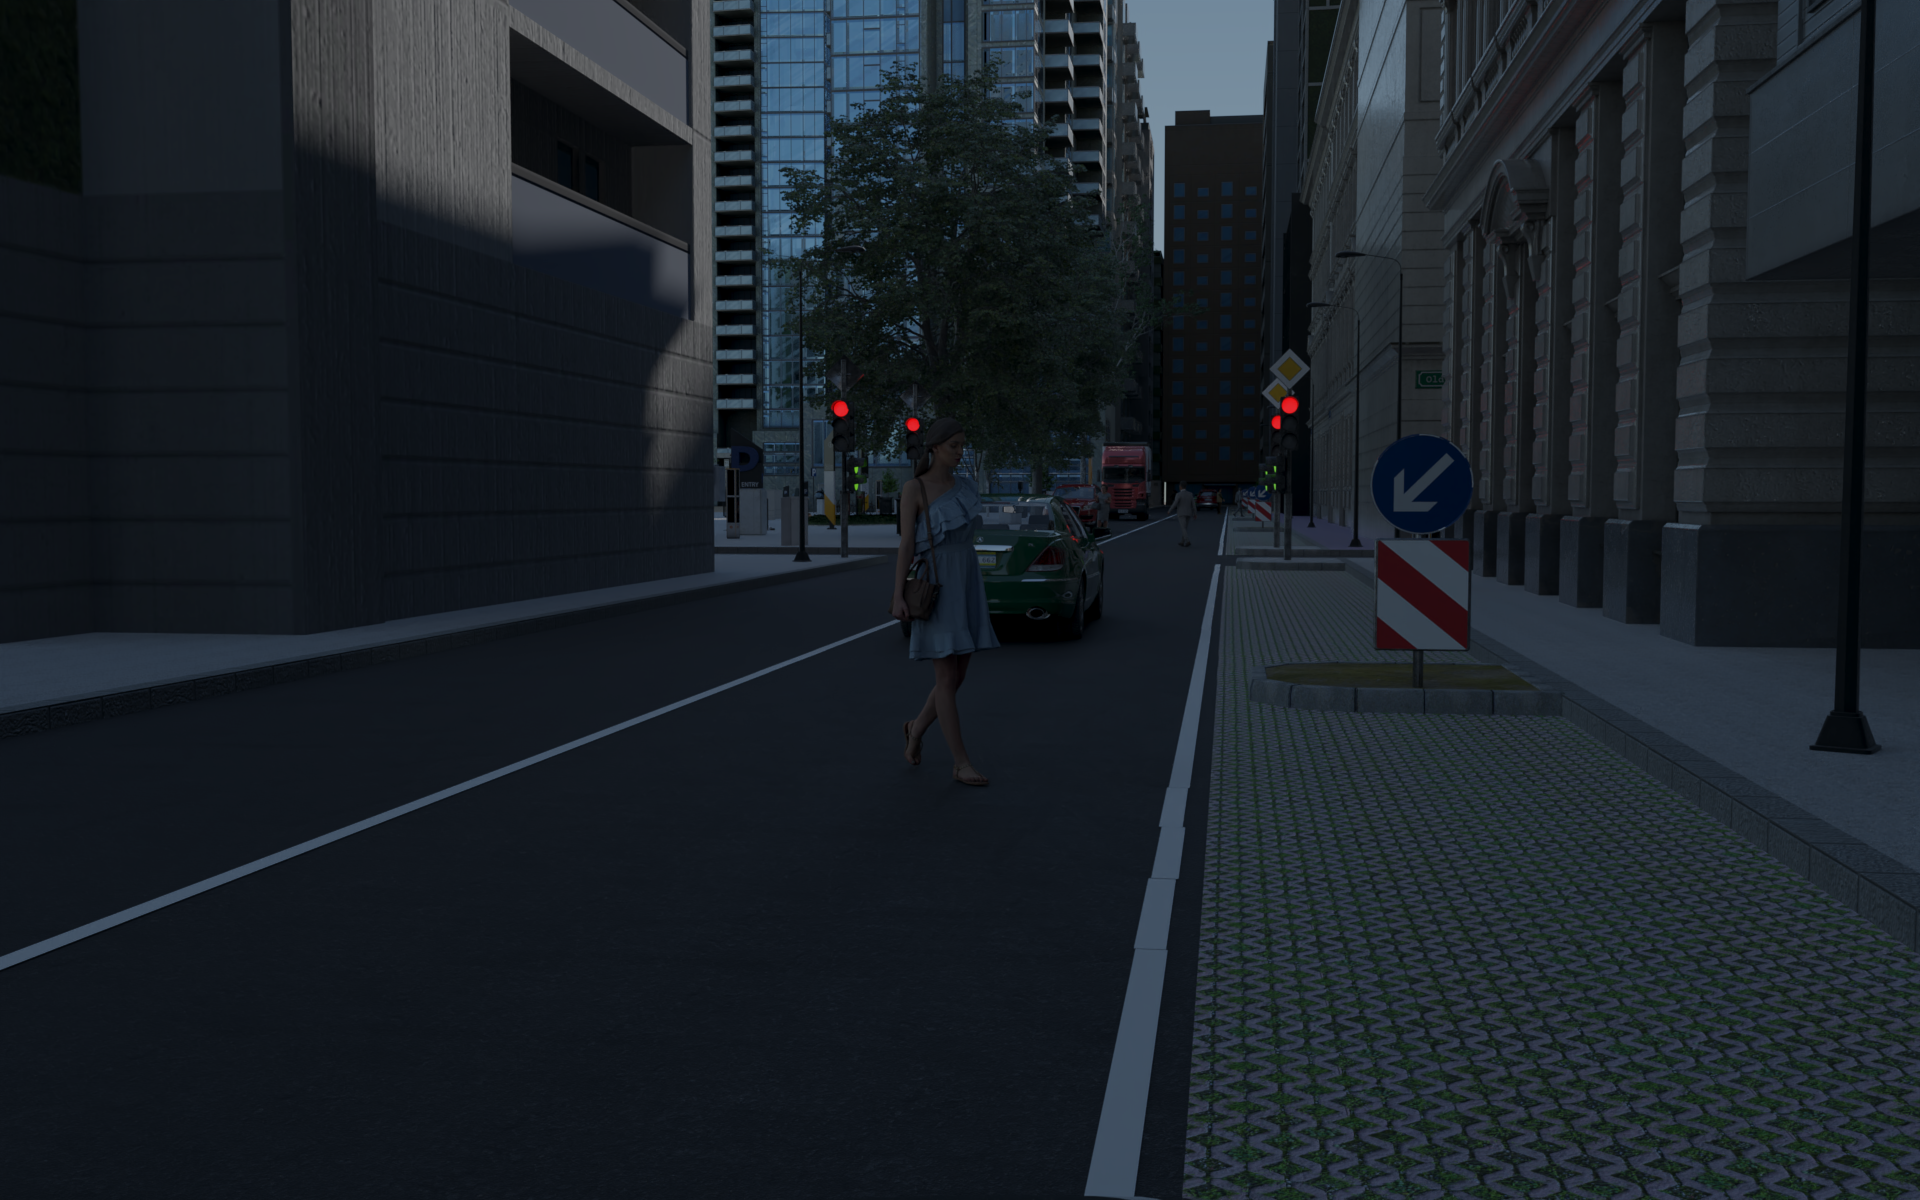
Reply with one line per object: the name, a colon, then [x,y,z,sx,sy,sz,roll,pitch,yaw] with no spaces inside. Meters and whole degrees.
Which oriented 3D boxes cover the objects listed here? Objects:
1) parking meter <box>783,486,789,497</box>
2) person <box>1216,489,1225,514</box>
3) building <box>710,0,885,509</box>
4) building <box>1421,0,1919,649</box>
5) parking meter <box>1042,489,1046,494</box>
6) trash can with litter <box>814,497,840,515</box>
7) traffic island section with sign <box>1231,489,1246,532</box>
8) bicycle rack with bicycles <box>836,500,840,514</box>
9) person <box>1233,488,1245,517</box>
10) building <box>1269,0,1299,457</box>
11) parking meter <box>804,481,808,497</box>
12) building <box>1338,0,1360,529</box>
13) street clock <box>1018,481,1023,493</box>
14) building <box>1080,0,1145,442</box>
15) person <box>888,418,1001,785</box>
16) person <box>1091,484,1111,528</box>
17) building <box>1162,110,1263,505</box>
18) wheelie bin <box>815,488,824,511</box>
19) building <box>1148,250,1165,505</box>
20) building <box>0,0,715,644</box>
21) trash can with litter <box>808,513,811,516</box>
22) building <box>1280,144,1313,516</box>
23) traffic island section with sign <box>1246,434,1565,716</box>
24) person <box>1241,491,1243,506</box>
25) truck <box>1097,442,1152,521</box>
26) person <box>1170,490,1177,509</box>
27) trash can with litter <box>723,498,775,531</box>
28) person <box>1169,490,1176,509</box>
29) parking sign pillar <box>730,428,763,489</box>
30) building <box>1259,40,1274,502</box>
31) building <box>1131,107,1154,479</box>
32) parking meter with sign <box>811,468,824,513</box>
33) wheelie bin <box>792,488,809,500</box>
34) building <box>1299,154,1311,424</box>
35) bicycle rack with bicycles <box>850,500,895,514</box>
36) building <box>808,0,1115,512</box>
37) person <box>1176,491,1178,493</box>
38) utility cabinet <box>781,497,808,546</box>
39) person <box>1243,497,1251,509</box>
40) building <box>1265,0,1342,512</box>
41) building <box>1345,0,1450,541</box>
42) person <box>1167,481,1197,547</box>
parking meter: [-11.989,-6.956,119.434,0.399,1.863,0.255,1,4,15]
person: [18.437,-6.993,122.931,0.705,1.812,1.348,-1,4,-13]
building: [-23.380,-53.413,185.967,31.000,86.520,22.319,1,4,9]
building: [12.330,-11.826,22.230,11.050,23.489,19.941,1,4,9]
parking meter: [3.848,-4.432,80.873,0.372,1.533,0.369,0,3,0]
trash can with litter: [-7.658,-5.369,98.840,2.233,1.210,1.678,1,4,17]
traffic island section with sign: [11.440,-3.512,66.056,1.989,1.847,2.006,1,4,9]
bicycle rack with bicycles: [-7.666,-5.933,110.384,2.925,0.926,2.852,2,4,30]
person: [17.500,-6.108,108.474,0.850,1.850,0.679,-1,4,-10]
building: [38.123,-37.335,152.431,21.231,58.520,28.212,1,4,9]
parking meter: [-6.964,-4.367,77.115,0.255,1.863,0.399,3,5,42]
building: [20.092,-14.136,67.276,11.583,22.565,21.152,1,4,9]
street clock: [3.450,-5.785,99.151,0.358,2.002,0.471,1,4,9]
building: [5.821,-33.289,163.883,23.786,49.044,30.456,1,4,9]
person: [-0.124,-0.008,8.720,0.616,1.811,0.778,-2,4,-35]
person: [4.857,-3.123,59.912,0.716,1.782,0.532,1,4,20]
building: [31.459,-33.927,204.819,14.200,45.320,14.600,1,4,9]
wheelie bin: [-6.920,-4.833,86.931,0.693,1.594,0.980,0,4,3]
building: [17.470,-26.650,207.420,14.107,30.474,14.160,1,4,9]
building: [-18.572,-29.511,24.511,28.212,58.520,21.231,1,4,9]
trash can with litter: [-8.815,-5.146,95.528,0.624,1.170,1.055,-2,4,-26]
building: [26.327,-16.942,106.683,12.332,23.373,15.834,1,4,9]
traffic island section with sign: [3.048,-0.217,12.174,1.989,1.847,2.006,1,4,9]
person: [26.945,-9.531,165.051,1.217,1.743,0.721,3,4,38]
truck: [9.208,-6.532,95.708,2.839,4.237,11.283,0,4,7]
person: [20.423,-9.512,164.037,1.348,1.821,0.705,2,4,33]
trash can with litter: [-7.410,-3.059,61.072,2.233,1.210,1.678,-2,4,-32]
person: [20.737,-9.762,168.113,0.705,1.822,1.348,2,4,35]
parking sign pillar: [-8.643,-4.998,70.194,1.447,3.967,1.447,0,4,2]
building: [41.849,-33.860,177.316,21.300,48.544,21.600,1,4,9]
building: [13.679,-30.733,186.080,14.086,41.232,14.154,1,4,9]
parking meter with sign: [-9.152,-7.354,116.496,1.738,3.016,0.543,2,4,28]
wheelie bin: [-8.379,-5.091,91.151,0.980,1.594,0.693,1,4,11]
building: [23.570,-15.431,88.455,11.583,22.565,21.152,1,4,9]
bicycle rack with bicycles: [-4.985,-5.468,102.790,2.925,0.926,2.852,1,4,11]
building: [1.210,-50.137,132.416,22.319,86.520,31.000,1,4,9]
person: [21.246,-9.875,170.671,0.721,1.736,1.217,1,4,8]
utility cabinet: [-4.149,-1.971,43.393,0.306,1.237,1.020,1,4,20]
person: [24.374,-8.549,148.285,1.348,1.824,0.705,-3,4,-39]
building: [33.530,-42.190,128.057,20.563,71.187,20.611,1,4,9]
building: [32.811,-16.419,44.862,44.131,29.872,17.030,1,4,9]
person: [6.097,-2.349,47.176,0.678,1.792,0.850,-2,4,-25]
